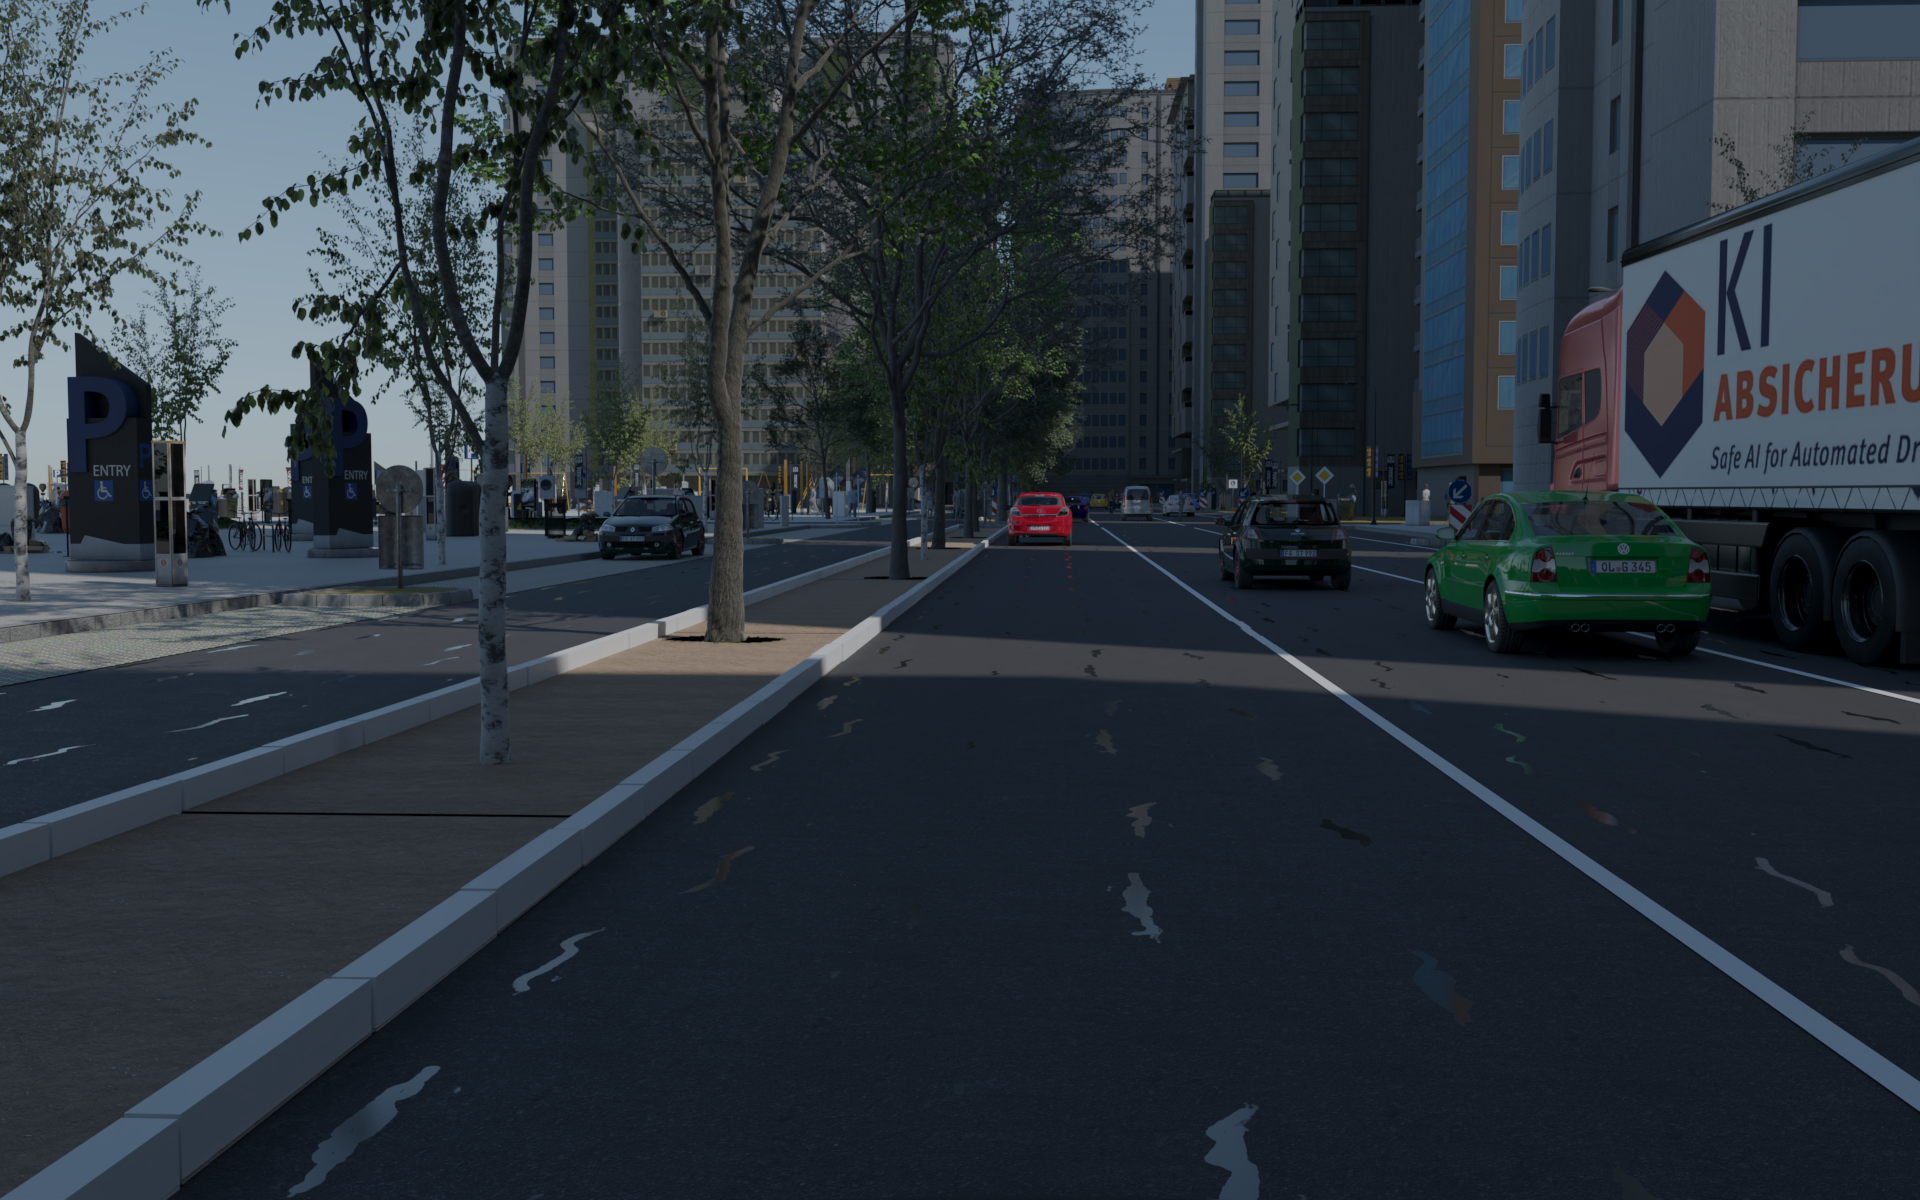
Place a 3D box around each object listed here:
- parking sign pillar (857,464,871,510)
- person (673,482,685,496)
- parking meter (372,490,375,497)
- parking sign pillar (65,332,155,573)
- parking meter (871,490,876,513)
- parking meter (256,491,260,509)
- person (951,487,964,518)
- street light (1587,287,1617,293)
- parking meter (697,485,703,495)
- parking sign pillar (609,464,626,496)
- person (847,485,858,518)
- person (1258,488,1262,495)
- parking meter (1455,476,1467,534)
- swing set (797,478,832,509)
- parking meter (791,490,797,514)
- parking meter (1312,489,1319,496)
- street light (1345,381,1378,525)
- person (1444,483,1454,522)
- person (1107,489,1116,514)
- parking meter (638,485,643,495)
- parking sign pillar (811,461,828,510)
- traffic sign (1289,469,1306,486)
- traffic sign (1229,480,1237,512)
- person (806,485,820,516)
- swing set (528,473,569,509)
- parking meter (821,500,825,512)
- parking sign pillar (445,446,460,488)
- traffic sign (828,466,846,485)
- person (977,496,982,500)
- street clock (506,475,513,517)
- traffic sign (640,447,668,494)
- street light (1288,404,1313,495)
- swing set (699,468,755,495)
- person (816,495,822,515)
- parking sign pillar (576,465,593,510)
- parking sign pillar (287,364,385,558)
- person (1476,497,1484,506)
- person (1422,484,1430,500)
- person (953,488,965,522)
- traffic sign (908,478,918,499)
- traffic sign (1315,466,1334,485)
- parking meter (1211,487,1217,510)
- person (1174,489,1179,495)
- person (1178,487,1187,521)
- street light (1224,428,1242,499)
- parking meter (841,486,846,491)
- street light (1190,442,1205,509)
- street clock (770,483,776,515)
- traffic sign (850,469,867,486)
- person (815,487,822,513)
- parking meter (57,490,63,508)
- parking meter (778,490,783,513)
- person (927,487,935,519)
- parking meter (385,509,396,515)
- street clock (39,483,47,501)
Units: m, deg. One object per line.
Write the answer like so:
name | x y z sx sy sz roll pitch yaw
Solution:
parking sign pillar | -7.897 -9.449 142.966 1.447 3.967 1.447 -3 5 -40
person | -10.937 -3.672 66.744 0.731 1.740 0.598 -1 4 -9
parking meter | -35.634 -5.908 105.007 0.372 1.533 0.369 0 3 0
parking sign pillar | -14.120 -2.465 28.779 1.447 3.967 1.447 1 4 10
parking meter | -5.958 -6.773 119.150 0.372 1.533 0.369 0 3 0
parking meter | -58.522 -8.322 144.473 0.372 1.533 0.369 0 3 0
person | -0.155 -5.790 103.070 0.836 1.842 0.656 -1 4 -10
street light | 14.761 -4.063 38.966 1.470 5.913 1.316 0 4 3
parking meter | -17.248 -6.697 115.209 0.399 1.863 0.255 -1 4 -14
parking sign pillar | -28.112 -9.404 142.225 1.447 3.967 1.447 -1 4 -18
person | -5.788 -5.341 93.630 0.793 1.790 0.793 -2 4 -26
person | 24.347 -8.257 141.318 0.573 1.790 0.520 0 4 3
parking meter | 16.183 -3.076 56.010 0.255 1.863 0.399 0 4 -5
swing set | -12.616 -9.294 149.571 2.862 2.851 3.119 -1 4 -9
parking meter | -10.800 -6.367 112.515 0.372 1.533 0.369 0 3 0
parking meter | 24.610 -6.841 120.255 0.372 1.533 0.369 0 3 0
street light | 16.574 -6.050 71.459 1.470 5.913 1.316 0 4 3
person | 22.760 -4.525 80.208 0.590 1.801 0.661 -1 4 -23
person | 11.150 -7.261 127.132 0.656 1.842 0.836 0 4 7
parking meter | -20.351 -6.392 110.222 0.255 1.863 0.399 0 4 -1
parking sign pillar | -11.138 -9.125 137.658 1.447 3.967 1.447 0 4 4
traffic sign | 15.509 -4.732 79.562 0.795 2.593 0.064 0 4 3
traffic sign | 19.611 -7.485 124.503 0.606 2.300 0.079 1 4 10
person | -8.644 -5.854 102.023 0.850 1.792 0.678 -2 4 -28
swing set | -30.611 -7.939 127.430 3.119 2.851 2.862 0 4 -1
parking meter | -9.575 -7.100 121.800 0.255 1.863 0.399 -3 5 -40
parking sign pillar | -25.872 -6.106 88.299 1.447 3.967 1.447 0 4 -2
traffic sign | -5.186 -4.312 72.699 0.795 2.593 0.064 0 4 3
person | 1.290 -6.008 106.918 0.466 1.800 0.511 2 4 34
street clock | -17.292 -3.768 66.182 0.358 2.002 0.471 1 4 13
traffic sign | -8.288 -2.861 46.887 0.768 2.556 0.104 0 4 6
street light | 17.513 -7.117 88.906 1.470 5.913 1.316 0 4 3
swing set | -14.127 -6.519 104.205 3.119 2.851 2.862 -1 4 -11
person | -8.640 -5.781 105.572 0.505 1.210 0.382 1 4 12
parking sign pillar | -29.825 -9.119 137.572 1.447 3.967 1.447 0 4 -6
parking sign pillar | -12.532 -2.854 35.136 1.447 3.967 1.447 1 4 21
person | 21.967 -3.689 73.098 0.425 1.301 0.394 2 4 26
person | 21.449 -4.486 79.960 0.480 1.755 0.524 -2 4 -33
person | -0.043 -4.878 88.352 0.635 1.810 0.391 -2 4 -25
traffic sign | -3.610 -8.166 133.621 0.768 2.556 0.104 1 4 11
traffic sign | 15.078 -4.245 71.589 0.795 2.593 0.064 0 4 3
parking meter | 20.683 -8.277 141.037 0.399 1.863 0.255 1 4 23
person | 16.381 -7.458 130.785 0.623 1.781 0.721 -3 5 -45
person | 11.819 -5.098 92.027 0.466 1.800 0.511 0 4 -8
street light | 19.170 -9.112 121.519 1.470 5.913 1.316 0 4 3
parking meter | -8.153 -7.106 121.890 0.399 1.863 0.255 0 4 3
street light | 21.085 -11.089 153.844 1.470 5.913 1.316 0 4 3
street clock | -11.742 -6.368 108.685 0.358 2.002 0.471 -1 4 -22
traffic sign | -4.755 -4.800 80.673 0.795 2.593 0.064 0 4 3
person | -9.601 -6.783 117.282 0.601 1.785 0.444 -1 4 -8
parking meter | -59.939 -6.546 115.436 0.372 1.533 0.369 0 3 0
parking meter | -11.628 -6.350 112.225 0.372 1.533 0.369 0 3 0
person | -1.676 -5.544 99.245 0.616 1.811 0.778 0 4 5
parking meter | -15.542 -2.383 47.380 0.372 1.533 0.369 0 3 0
street clock | -61.764 -6.856 116.663 0.471 2.002 0.358 2 4 25
